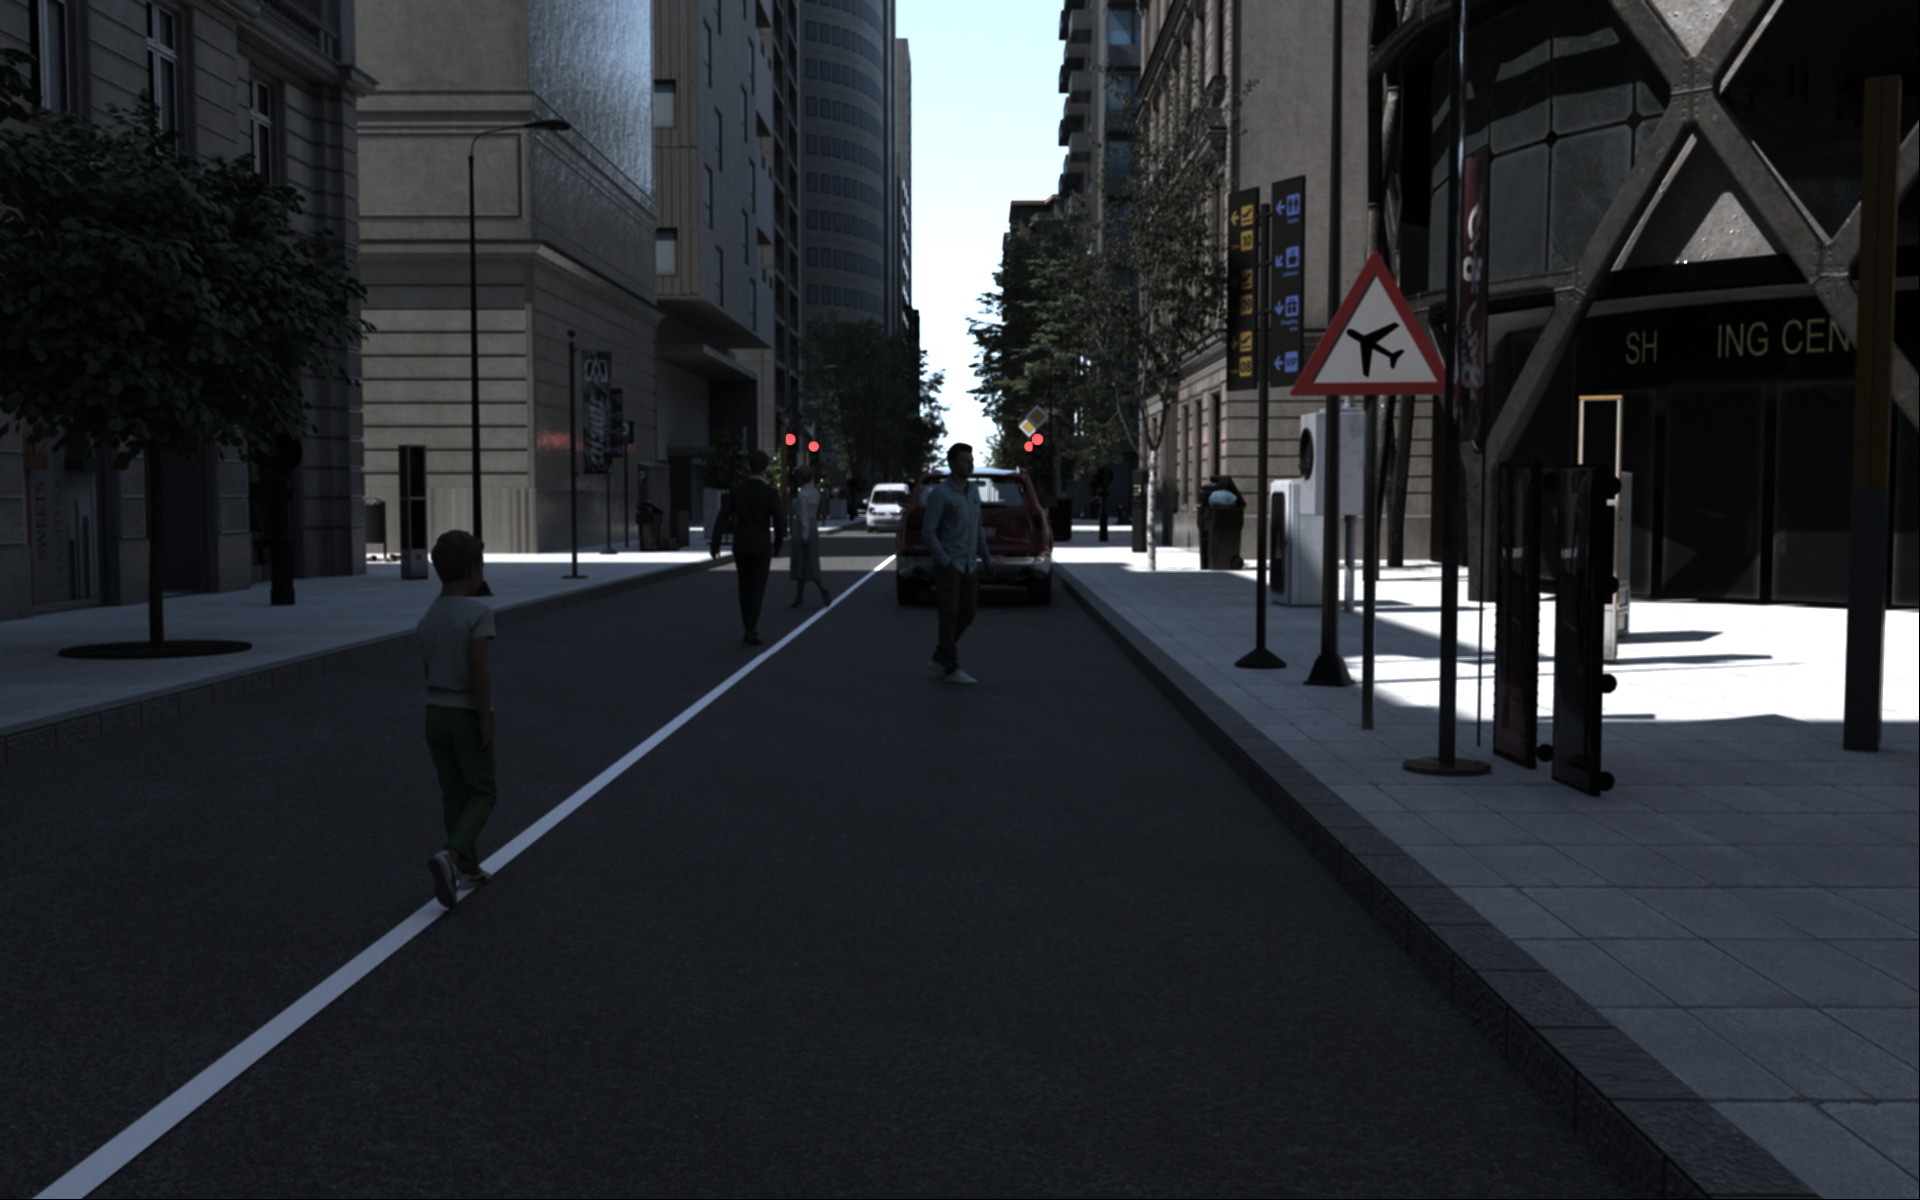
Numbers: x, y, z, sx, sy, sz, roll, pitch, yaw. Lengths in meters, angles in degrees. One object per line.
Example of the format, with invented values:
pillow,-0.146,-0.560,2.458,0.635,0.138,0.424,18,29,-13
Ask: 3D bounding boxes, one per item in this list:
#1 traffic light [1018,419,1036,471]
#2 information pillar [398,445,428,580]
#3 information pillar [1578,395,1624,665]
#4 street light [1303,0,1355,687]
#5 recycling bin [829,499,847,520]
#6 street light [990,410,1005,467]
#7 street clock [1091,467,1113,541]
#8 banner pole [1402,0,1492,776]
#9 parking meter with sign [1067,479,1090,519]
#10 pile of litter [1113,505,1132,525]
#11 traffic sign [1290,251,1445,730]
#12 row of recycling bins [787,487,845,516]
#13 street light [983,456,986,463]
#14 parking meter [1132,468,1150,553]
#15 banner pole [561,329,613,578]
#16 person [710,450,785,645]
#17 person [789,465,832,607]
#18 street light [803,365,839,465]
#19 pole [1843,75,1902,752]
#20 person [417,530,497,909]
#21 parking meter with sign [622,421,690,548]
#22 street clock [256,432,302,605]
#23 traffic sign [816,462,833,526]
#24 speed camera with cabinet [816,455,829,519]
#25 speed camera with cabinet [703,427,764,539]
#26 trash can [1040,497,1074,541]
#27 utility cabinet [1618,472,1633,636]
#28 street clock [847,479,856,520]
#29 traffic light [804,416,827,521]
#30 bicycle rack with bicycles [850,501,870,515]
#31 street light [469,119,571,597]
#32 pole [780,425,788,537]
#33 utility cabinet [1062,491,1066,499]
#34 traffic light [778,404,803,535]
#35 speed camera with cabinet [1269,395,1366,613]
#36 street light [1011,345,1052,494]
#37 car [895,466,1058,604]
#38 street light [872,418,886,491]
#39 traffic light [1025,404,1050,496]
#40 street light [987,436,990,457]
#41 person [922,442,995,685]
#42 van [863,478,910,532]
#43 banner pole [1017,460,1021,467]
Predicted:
traffic light,2.460,-4.478,62.130,0.839,4.253,0.868,0,4,0
information pillar,-8.224,-1.319,26.063,0.304,2.012,0.304,-3,5,-43
information pillar,4.829,-0.526,13.096,0.304,2.012,0.304,1,4,22
street light,1.955,-2.385,11.533,1.470,5.913,1.316,0,4,0
recycling bin,-6.162,-4.588,87.561,0.722,1.027,0.722,1,4,18
street light,2.529,-7.470,94.675,1.470,5.913,1.316,0,4,0
street clock,3.891,-2.588,46.892,0.471,2.002,0.358,-1,4,-16
banner pole,2.208,-1.083,7.722,0.401,3.779,0.863,1,4,14
parking meter with sign,5.958,-5.751,90.292,1.738,3.016,0.543,1,4,18
pile of litter,6.978,-3.560,72.172,1.176,0.858,1.719,0,4,3
traffic sign,2.226,-0.574,9.386,0.884,2.594,0.081,0,4,4
row of recycling bins,-8.419,-5.720,100.641,3.534,1.692,1.069,-1,4,-10
street light,3.276,-12.092,170.252,1.470,5.913,1.316,0,4,0
parking meter,3.970,-1.979,38.061,0.255,1.863,0.399,2,4,34
banner pole,-5.701,-2.233,26.519,0.863,3.779,0.401,-2,4,-32
person,-1.982,-0.511,16.625,0.659,1.850,0.755,1,4,11
person,-1.890,-0.802,21.845,0.641,1.798,0.478,3,4,38
street light,-5.083,-5.512,62.660,1.470,5.913,1.316,0,4,0
pole,4.537,-0.903,8.609,0.158,3.312,0.155,0,3,0
person,-1.779,0.406,6.117,0.306,1.304,0.590,0,4,4
parking meter with sign,-7.382,-2.794,41.941,1.738,3.016,0.543,-3,5,-44
street clock,-7.845,-0.944,20.006,0.358,2.002,0.471,2,4,28
traffic sign,-5.414,-4.191,68.625,0.768,2.556,0.104,0,4,6
speed camera with cabinet,-7.465,-5.783,88.895,0.660,3.252,2.038,-2,4,-34
speed camera with cabinet,-6.551,-3.416,50.193,0.660,3.252,2.038,2,4,34
trash can,2.730,-2.166,47.070,0.748,1.137,0.748,0,3,0
utility cabinet,5.632,-0.401,15.238,0.318,1.500,1.173,2,4,33
street clock,-5.312,-4.918,84.985,0.358,2.002,0.471,3,4,37
traffic light,-5.201,-4.481,62.180,0.839,4.253,0.868,0,4,0
bicycle rack with bicycles,-6.471,-5.815,108.459,2.852,0.926,2.925,1,4,11
street light,-5.524,-3.002,21.627,1.470,5.913,1.316,0,4,0
pole,-5.197,-3.505,51.152,0.158,3.312,0.155,0,3,0
utility cabinet,8.409,-7.615,133.186,1.173,1.500,0.318,0,4,-3
traffic light,-5.270,-3.992,54.195,0.839,4.253,0.868,0,4,0
speed camera with cabinet,3.985,-1.536,19.445,0.660,3.252,2.038,0,4,-3
street light,2.289,-4.990,54.133,1.470,5.913,1.316,0,4,0
car,0.234,-0.943,24.084,2.281,1.827,5.304,0,4,2
street light,-4.754,-8.123,105.356,1.470,5.913,1.316,0,4,0
traffic light,2.391,-3.989,54.145,0.839,4.253,0.868,0,4,0
street light,2.995,-10.075,137.275,1.470,5.913,1.316,0,4,0
person,-0.061,-0.289,13.249,0.620,1.820,0.660,2,4,35
van,-2.652,-3.606,65.972,2.013,2.044,4.112,0,4,0
banner pole,3.008,-6.029,88.594,0.401,3.779,0.863,-1,4,-17
